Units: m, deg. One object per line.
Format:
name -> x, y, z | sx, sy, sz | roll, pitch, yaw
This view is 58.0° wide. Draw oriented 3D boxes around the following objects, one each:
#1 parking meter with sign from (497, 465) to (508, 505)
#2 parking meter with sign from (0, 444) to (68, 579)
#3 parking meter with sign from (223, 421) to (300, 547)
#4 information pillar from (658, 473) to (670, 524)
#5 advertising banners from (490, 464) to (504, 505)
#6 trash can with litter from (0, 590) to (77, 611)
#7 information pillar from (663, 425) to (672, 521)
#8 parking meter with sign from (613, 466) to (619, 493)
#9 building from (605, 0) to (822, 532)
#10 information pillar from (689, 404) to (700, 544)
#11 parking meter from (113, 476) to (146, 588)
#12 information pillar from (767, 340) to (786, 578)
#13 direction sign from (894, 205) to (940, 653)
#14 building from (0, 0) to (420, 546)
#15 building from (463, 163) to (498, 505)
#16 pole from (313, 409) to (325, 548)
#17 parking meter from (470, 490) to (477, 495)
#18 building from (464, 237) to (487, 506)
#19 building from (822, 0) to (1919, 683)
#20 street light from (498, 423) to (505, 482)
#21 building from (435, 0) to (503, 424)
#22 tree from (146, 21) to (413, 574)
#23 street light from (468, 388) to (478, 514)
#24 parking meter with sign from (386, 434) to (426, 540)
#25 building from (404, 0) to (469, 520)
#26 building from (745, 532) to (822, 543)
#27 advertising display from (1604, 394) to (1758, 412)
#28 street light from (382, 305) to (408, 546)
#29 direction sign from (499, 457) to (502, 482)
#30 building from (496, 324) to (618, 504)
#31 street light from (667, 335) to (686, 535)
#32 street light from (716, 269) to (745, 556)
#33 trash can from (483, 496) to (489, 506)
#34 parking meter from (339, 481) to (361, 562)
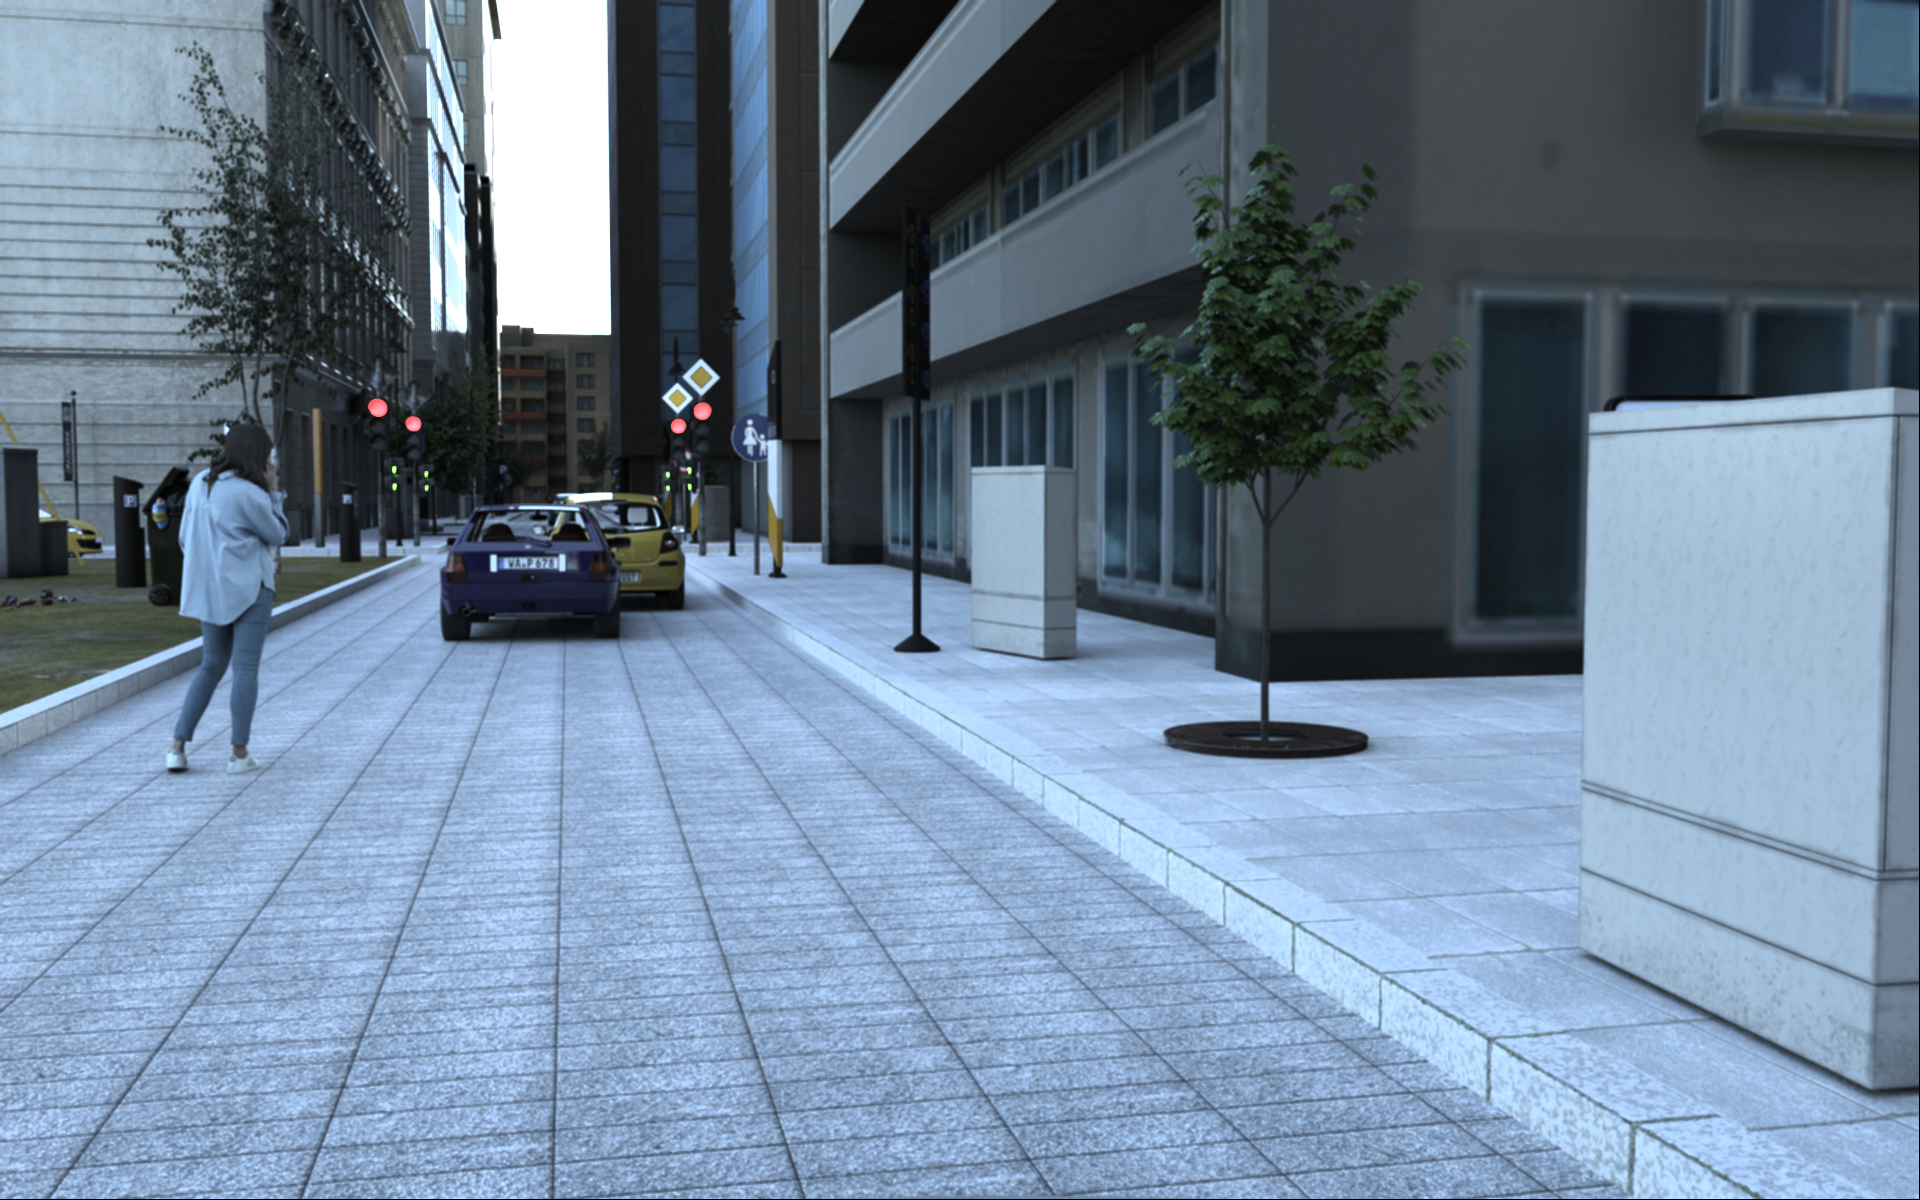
parking meter with sign -> -27.605, -6.614, 104.396 | 0.543, 3.016, 1.738 | -1, 4, -22
parking meter with sign -> -14.485, -1.849, 26.499 | 0.543, 3.016, 1.738 | 1, 4, 15
parking meter with sign -> -16.851, -2.791, 41.891 | 0.543, 3.016, 1.738 | 2, 4, 32
information pillar -> -10.382, -3.445, 60.818 | 0.304, 2.012, 0.304 | -2, 4, -32
advertising banners -> -26.814, -6.361, 100.183 | 0.090, 3.025, 2.074 | 0, 4, 6
trash can with litter -> -10.972, -0.541, 19.897 | 1.678, 1.210, 2.233 | 1, 4, 17
information pillar -> -9.877, -4.106, 58.492 | 0.183, 3.616, 0.504 | -2, 4, -32
parking meter with sign -> -21.302, -6.816, 107.709 | 0.543, 3.016, 1.738 | -1, 4, -12
building -> -7.193, -25.703, 70.353 | 14.600, 45.320, 14.200 | -1, 4, -13
information pillar -> -6.834, -3.270, 44.815 | 0.183, 3.616, 0.504 | -2, 4, -35
parking meter -> -11.431, -0.944, 23.848 | 0.372, 1.533, 0.369 | 0, 3, 0
information pillar -> -2.841, -2.156, 26.606 | 0.183, 3.616, 0.504 | -1, 4, -23
direction sign -> -0.352, -1.351, 14.083 | 0.379, 3.537, 0.876 | 1, 4, 11
building -> -29.741, -17.476, 62.147 | 17.030, 29.872, 44.131 | -1, 4, -13
building -> -47.672, -23.108, 149.515 | 14.160, 30.474, 14.107 | -1, 4, -13
pole -> -15.325, -2.908, 41.382 | 0.158, 3.312, 0.155 | 0, 3, 0
parking meter -> -27.197, -5.414, 96.936 | 0.372, 1.533, 0.369 | 0, 3, 0
building -> -49.642, -17.214, 126.484 | 27.650, 21.520, 28.899 | -1, 4, -13
building -> 10.127, -24.413, 22.859 | 21.300, 48.544, 21.600 | -1, 4, -13
street light -> -28.680, -8.296, 108.421 | 0.468, 5.910, 1.993 | -1, 4, -13
building -> -59.121, -35.491, 169.518 | 27.495, 52.752, 28.713 | -1, 4, -13
tree -> -10.980, -4.734, 27.770 | 4.360, 8.622, 3.978 | 0, 3, 0
street light -> -21.280, -6.286, 75.558 | 0.468, 5.910, 1.993 | -1, 4, -13
parking meter with sign -> -15.901, -3.254, 49.468 | 0.543, 3.016, 1.738 | 1, 4, 11
building -> -34.702, -19.655, 98.859 | 11.434, 29.767, 29.804 | -1, 4, -13
building -> 0.697, -24.574, 51.900 | 14.200, 45.320, 14.600 | -1, 4, -13
advertising display -> 4.706, -0.374, 11.335 | 0.974, 1.923, 0.123 | 0, 4, 3
street light -> -13.799, -4.261, 42.452 | 0.468, 5.910, 1.993 | -1, 4, -13
direction sign -> -28.190, -6.992, 106.311 | 0.379, 3.537, 0.876 | -1, 4, -23
building -> -53.713, -22.425, 211.685 | 28.899, 21.520, 27.650 | -1, 4, -13
street light -> -8.255, -4.751, 50.468 | 0.468, 5.910, 1.993 | -1, 4, -13
street light -> -4.715, -3.848, 35.704 | 0.468, 5.910, 1.993 | -1, 4, -13
trash can -> -29.808, -5.905, 108.207 | 0.748, 1.137, 0.748 | 0, 3, 0
parking meter -> -11.552, -1.491, 32.788 | 0.372, 1.533, 0.369 | 0, 3, 0
